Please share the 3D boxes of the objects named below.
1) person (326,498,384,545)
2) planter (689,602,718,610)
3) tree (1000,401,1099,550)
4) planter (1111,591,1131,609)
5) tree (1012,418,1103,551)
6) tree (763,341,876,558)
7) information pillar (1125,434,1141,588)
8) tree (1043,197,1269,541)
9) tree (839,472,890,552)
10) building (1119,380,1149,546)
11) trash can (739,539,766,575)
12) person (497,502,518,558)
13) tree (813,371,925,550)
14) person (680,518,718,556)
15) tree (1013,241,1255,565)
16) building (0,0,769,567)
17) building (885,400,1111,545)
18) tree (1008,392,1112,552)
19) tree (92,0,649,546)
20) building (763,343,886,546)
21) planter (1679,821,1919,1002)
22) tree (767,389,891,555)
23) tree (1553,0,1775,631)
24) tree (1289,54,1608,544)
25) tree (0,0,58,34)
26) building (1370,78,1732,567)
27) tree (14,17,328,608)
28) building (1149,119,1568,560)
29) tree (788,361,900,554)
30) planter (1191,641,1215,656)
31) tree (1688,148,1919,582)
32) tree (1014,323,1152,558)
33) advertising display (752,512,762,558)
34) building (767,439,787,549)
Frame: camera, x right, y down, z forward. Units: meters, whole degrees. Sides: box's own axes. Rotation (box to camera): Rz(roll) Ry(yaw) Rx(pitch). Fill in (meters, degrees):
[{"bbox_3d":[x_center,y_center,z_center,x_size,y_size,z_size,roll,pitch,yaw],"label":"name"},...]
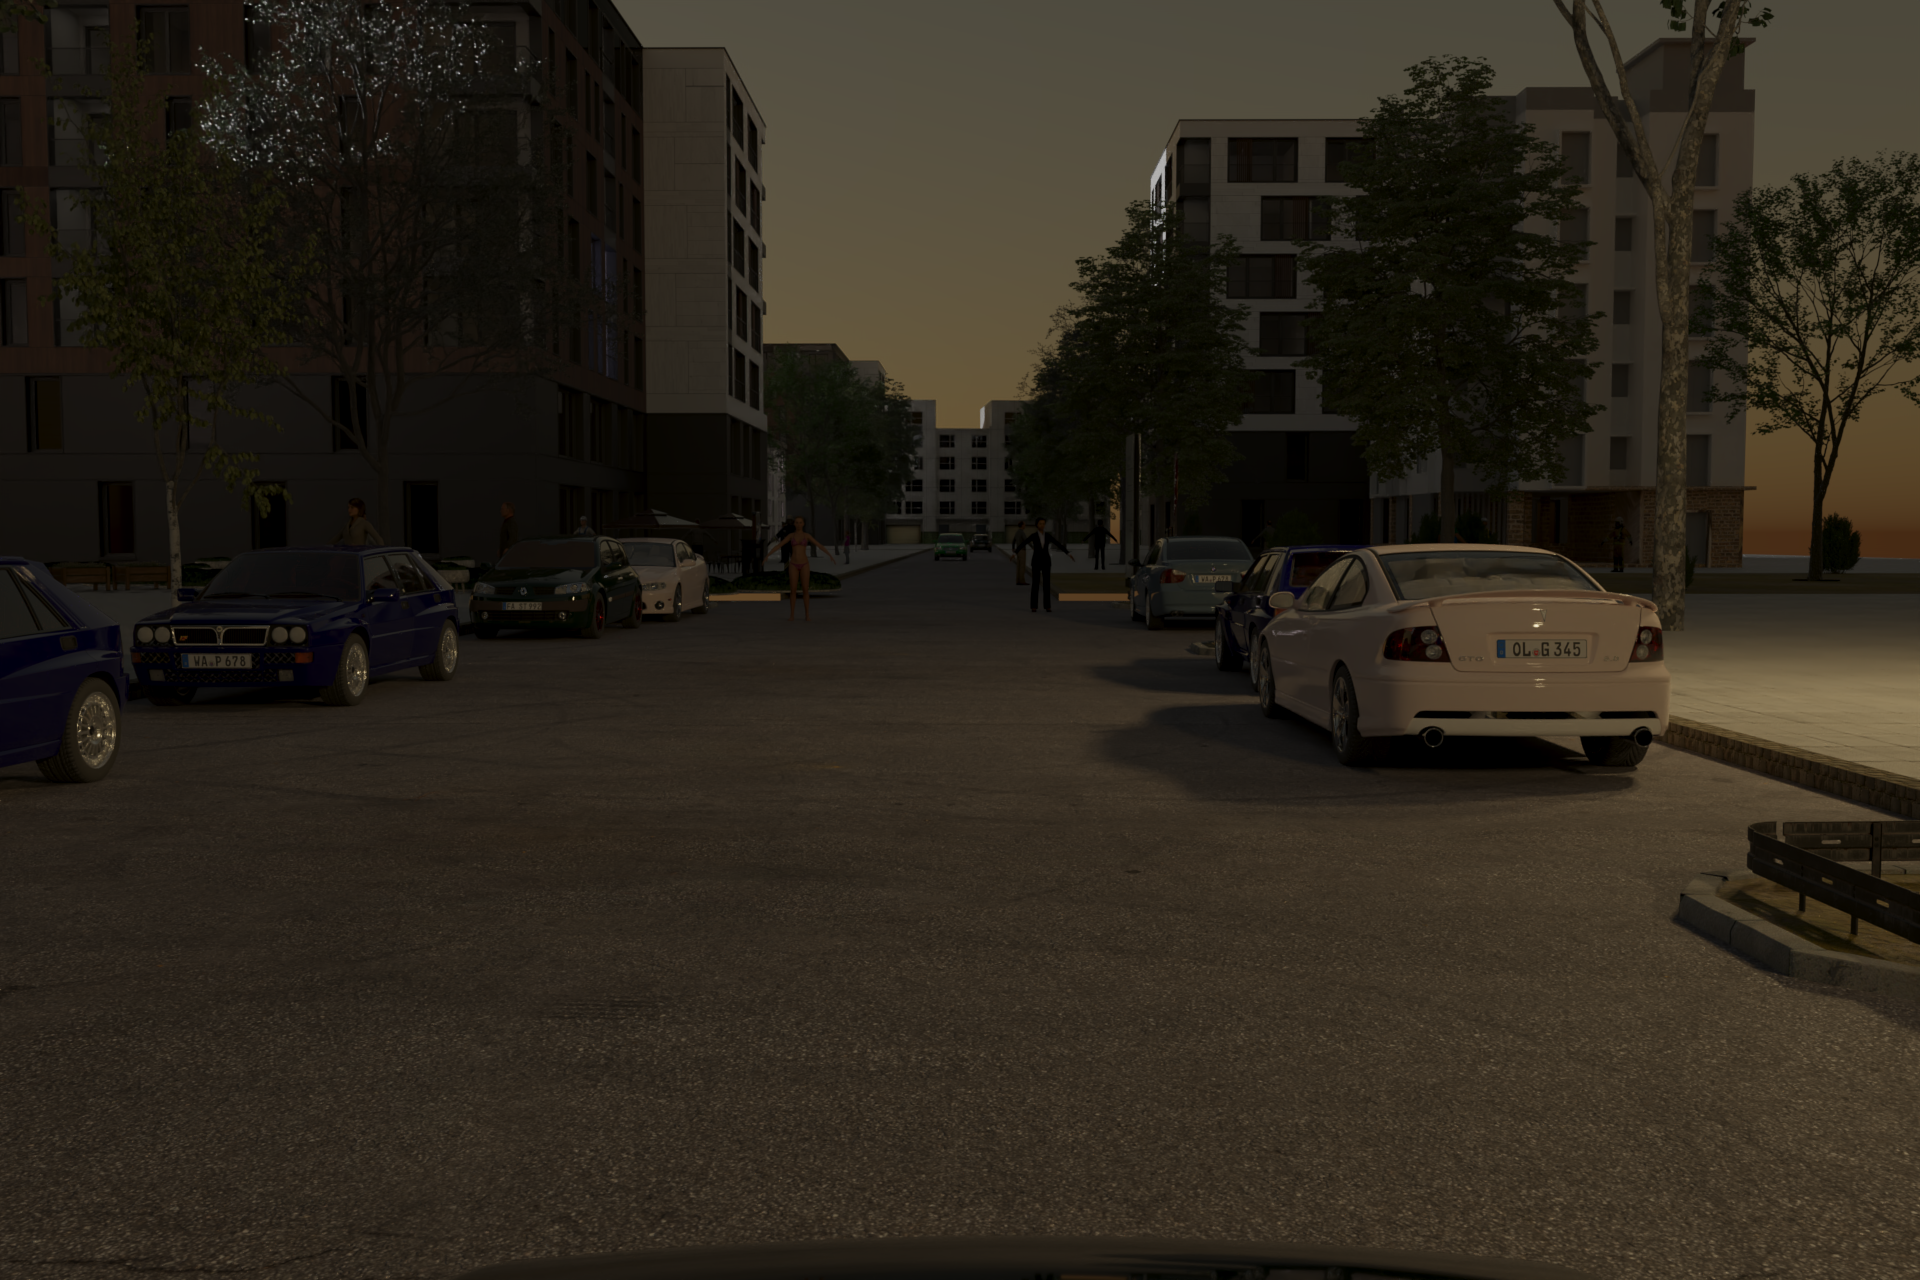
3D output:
[{"bbox_3d":[-7.731,-0.933,22.012,1.215,1.744,0.721,2,4,27],"label":"person"},{"bbox_3d":[-5.768,-0.767,33.679,1.991,0.319,1.994,0,4,1],"label":"planter"},{"bbox_3d":[7.850,-14.509,143.883,9.857,13.997,8.962,0,3,0],"label":"tree"},{"bbox_3d":[3.975,-0.782,33.932,1.991,0.319,1.994,0,4,0],"label":"planter"},{"bbox_3d":[7.644,-12.647,132.529,9.928,11.665,9.643,0,3,0],"label":"tree"},{"bbox_3d":[-8.168,-10.319,94.475,9.928,11.665,9.643,0,3,0],"label":"tree"},{"bbox_3d":[4.125,-3.060,41.347,0.184,3.620,1.656,0,4,0],"label":"information pillar"},{"bbox_3d":[6.752,-8.645,59.469,7.486,12.596,7.792,0,3,0],"label":"tree"},{"bbox_3d":[-7.347,-10.599,123.653,4.737,8.622,4.395,0,3,0],"label":"tree"},{"bbox_3d":[28.369,-20.605,203.357,16.747,18.905,31.486,0,4,1],"label":"building"},{"bbox_3d":[-5.755,-2.232,48.149,0.748,1.137,0.748,0,3,0],"label":"trash can"},{"bbox_3d":[-7.432,-1.362,28.444,0.705,1.807,1.348,-1,4,-19],"label":"person"},{"bbox_3d":[-7.593,-14.065,136.618,9.857,13.997,8.962,0,3,0],"label":"tree"},{"bbox_3d":[-8.939,-3.233,58.991,1.348,1.813,0.705,-1,4,-13],"label":"person"},{"bbox_3d":[6.956,-9.887,72.018,12.009,13.543,11.850,0,3,0],"label":"tree"},{"bbox_3d":[-23.823,-13.890,71.083,27.936,21.610,32.646,0,4,1],"label":"building"},{"bbox_3d":[3.506,-22.398,235.117,31.486,18.905,16.747,0,4,-4],"label":"building"},{"bbox_3d":[7.349,-12.070,123.107,9.928,11.665,9.643,0,3,0],"label":"tree"},{"bbox_3d":[-12.022,-7.656,35.543,12.009,13.543,11.850,0,3,0],"label":"tree"},{"bbox_3d":[-23.552,-21.899,202.017,27.936,21.610,32.646,0,4,1],"label":"building"},{"bbox_3d":[3.678,0.922,6.073,1.991,0.319,1.994,0,4,0],"label":"planter"},{"bbox_3d":[-7.614,-10.377,104.069,7.601,10.594,8.767,3,5,42],"label":"tree"},{"bbox_3d":[8.709,-10.268,23.774,12.611,20.169,13.585,0,3,0],"label":"tree"},{"bbox_3d":[11.502,-7.584,42.119,7.486,12.596,7.792,0,3,0],"label":"tree"},{"bbox_3d":[-11.755,-6.476,12.540,9.857,13.997,8.962,0,3,0],"label":"tree"},{"bbox_3d":[24.064,-13.578,78.426,16.016,20.090,11.380,0,4,1],"label":"building"},{"bbox_3d":[-11.508,-4.582,25.282,4.737,8.622,4.395,0,3,0],"label":"tree"},{"bbox_3d":[24.857,-15.773,101.864,27.936,21.610,32.646,0,4,0],"label":"building"},{"bbox_3d":[-7.689,-12.007,114.439,7.486,12.596,7.792,0,3,0],"label":"tree"},{"bbox_3d":[3.831,0.010,20.969,1.991,0.319,1.994,0,4,1],"label":"planter"},{"bbox_3d":[23.508,-7.407,46.863,9.928,11.665,9.643,0,3,0],"label":"tree"},{"bbox_3d":[6.610,-10.615,91.688,7.486,12.596,7.792,0,3,0],"label":"tree"},{"bbox_3d":[-5.873,-2.745,50.088,0.123,1.923,0.974,0,4,3],"label":"advertising display"},{"bbox_3d":[-20.639,-13.407,161.344,9.099,9.664,28.070,0,4,1],"label":"building"}]
